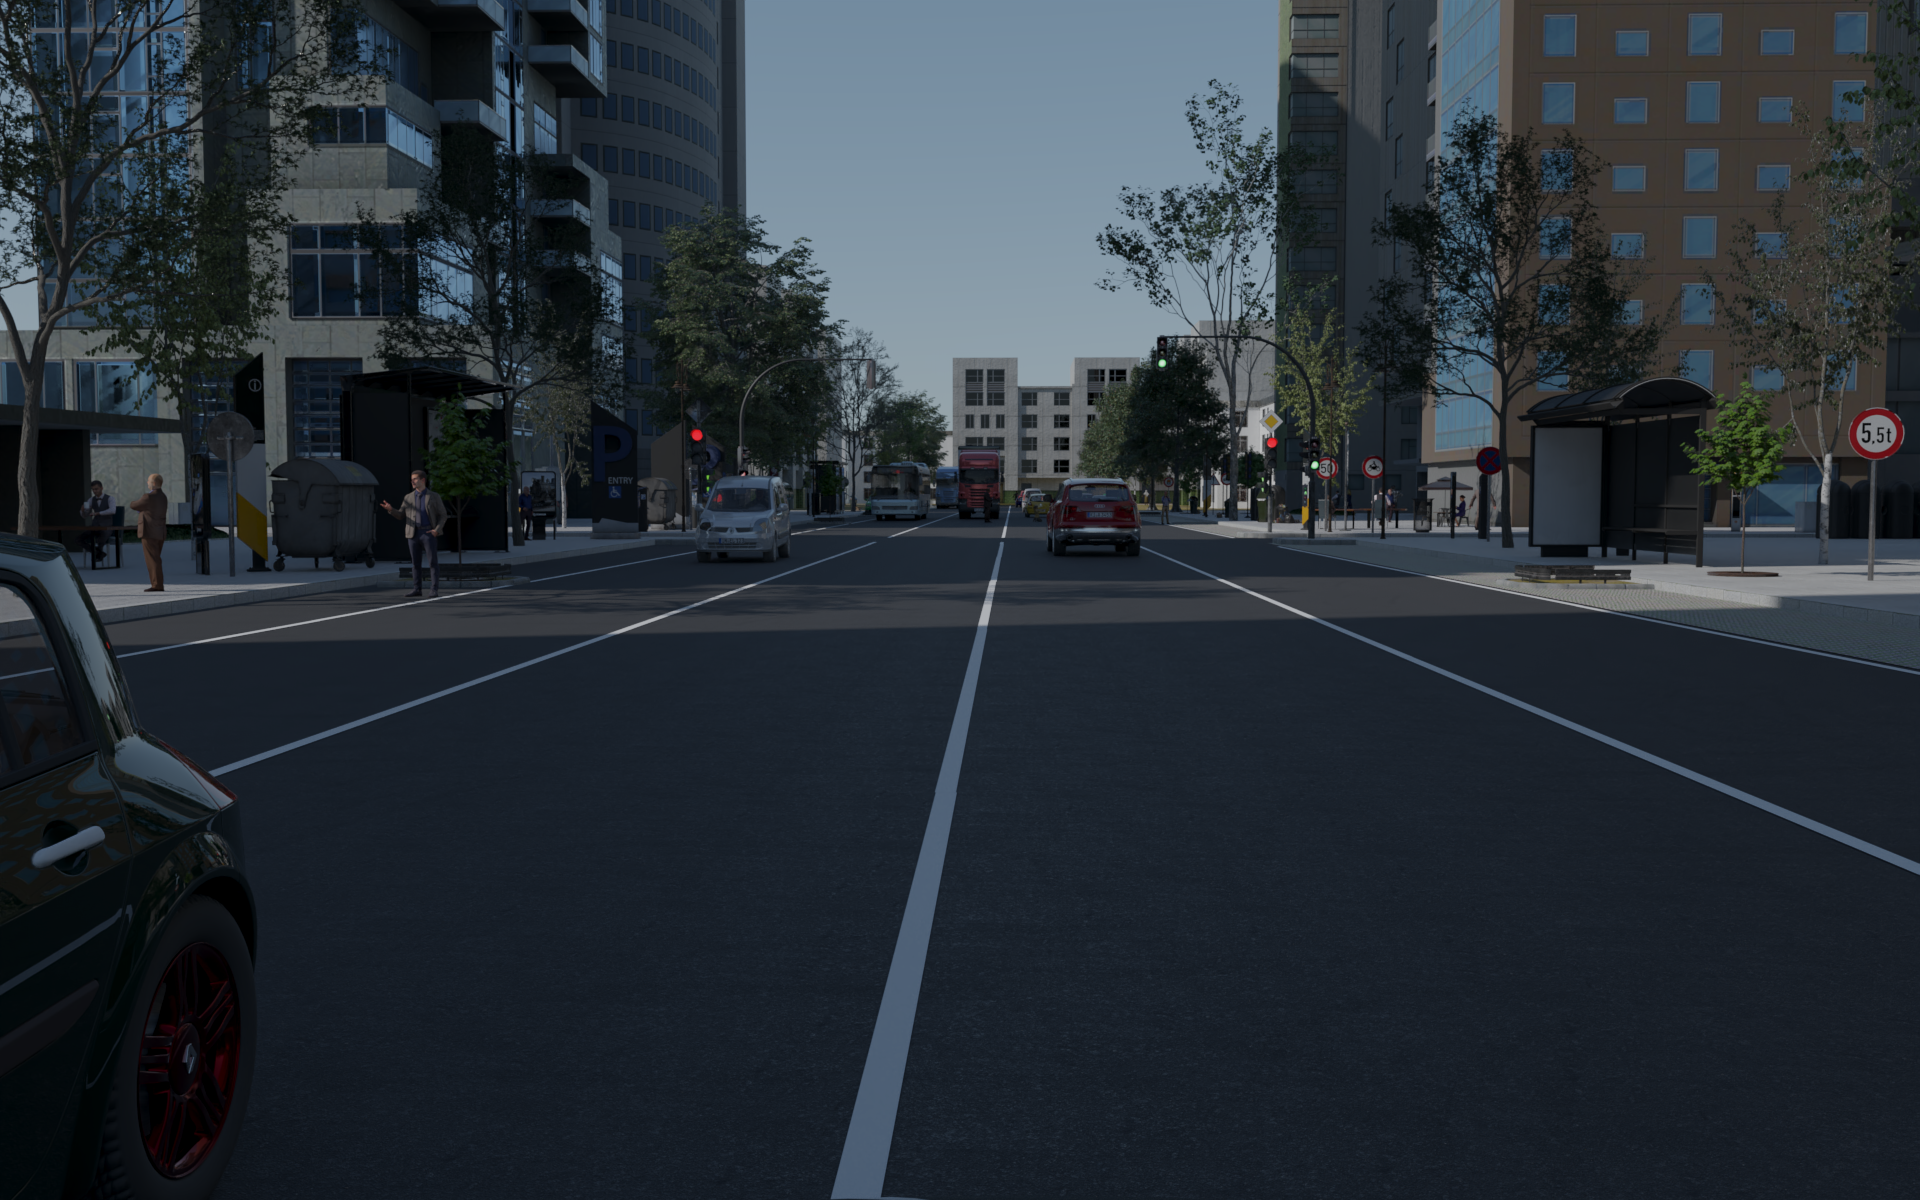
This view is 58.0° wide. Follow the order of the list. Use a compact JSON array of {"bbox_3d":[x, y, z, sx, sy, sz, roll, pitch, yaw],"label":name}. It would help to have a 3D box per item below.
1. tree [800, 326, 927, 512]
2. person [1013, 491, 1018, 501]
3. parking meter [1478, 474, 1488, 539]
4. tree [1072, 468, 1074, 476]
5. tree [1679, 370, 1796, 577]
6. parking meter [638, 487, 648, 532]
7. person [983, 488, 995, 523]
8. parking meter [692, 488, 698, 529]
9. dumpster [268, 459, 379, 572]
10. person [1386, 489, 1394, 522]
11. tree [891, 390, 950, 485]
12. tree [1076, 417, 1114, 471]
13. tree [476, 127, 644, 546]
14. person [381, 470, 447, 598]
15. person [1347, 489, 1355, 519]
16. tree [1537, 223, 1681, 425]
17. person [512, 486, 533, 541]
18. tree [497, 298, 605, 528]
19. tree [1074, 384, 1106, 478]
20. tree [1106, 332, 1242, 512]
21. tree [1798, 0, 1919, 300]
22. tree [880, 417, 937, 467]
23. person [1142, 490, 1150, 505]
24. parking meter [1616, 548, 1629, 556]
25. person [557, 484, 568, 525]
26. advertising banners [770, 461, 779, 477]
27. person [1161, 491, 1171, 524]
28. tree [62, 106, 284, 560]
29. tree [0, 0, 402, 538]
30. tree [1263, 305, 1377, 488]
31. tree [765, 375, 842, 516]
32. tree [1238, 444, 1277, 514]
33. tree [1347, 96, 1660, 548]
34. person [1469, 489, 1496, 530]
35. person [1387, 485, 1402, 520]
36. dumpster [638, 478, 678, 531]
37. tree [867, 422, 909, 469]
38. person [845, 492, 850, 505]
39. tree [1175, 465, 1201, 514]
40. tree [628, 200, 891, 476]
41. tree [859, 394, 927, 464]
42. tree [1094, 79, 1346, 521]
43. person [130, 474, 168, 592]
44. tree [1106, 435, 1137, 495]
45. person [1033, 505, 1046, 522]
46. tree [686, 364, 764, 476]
[{"bbox_3d":[-7.614,-13.150,125.368,12.009,13.543,11.850,0,3,0],"label":"tree"},{"bbox_3d":[6.871,-12.304,209.693,1.348,1.821,0.705,3,4,37],"label":"person"},{"bbox_3d":[14.947,-2.671,49.384,0.255,1.863,0.399,0,4,6],"label":"parking meter"},{"bbox_3d":[15.878,-15.559,171.404,9.611,12.733,9.660,0,3,0],"label":"tree"},{"bbox_3d":[12.168,-1.991,27.162,1.663,3.219,1.824,0,3,0],"label":"tree"},{"bbox_3d":[-10.777,-3.073,58.660,0.372,1.533,0.369,0,3,0],"label":"parking meter"},{"bbox_3d":[1.461,-4.765,87.100,0.600,1.739,0.565,-1,4,-13],"label":"person"},{"bbox_3d":[-9.831,-3.437,64.602,0.372,1.533,0.369,0,3,0],"label":"parking meter"},{"bbox_3d":[-10.736,-1.436,29.238,1.264,1.857,1.865,0,4,2],"label":"dumpster"},{"bbox_3d":[19.353,-4.255,78.304,0.574,1.496,0.600,1,4,11],"label":"person"},{"bbox_3d":[-5.925,-18.605,210.841,9.857,13.997,8.962,0,3,0],"label":"tree"},{"bbox_3d":[16.655,-16.248,200.070,7.601,10.594,8.767,-3,5,-41],"label":"tree"},{"bbox_3d":[-11.254,-6.614,42.555,7.601,10.594,8.767,0,4,1],"label":"tree"},{"bbox_3d":[-7.546,-0.913,23.959,0.617,1.759,0.750,1,4,21],"label":"person"},{"bbox_3d":[19.731,-4.832,87.586,0.613,1.512,0.480,2,4,34],"label":"person"},{"bbox_3d":[17.960,-5.980,48.128,4.360,8.622,3.978,0,3,0],"label":"tree"},{"bbox_3d":[-12.000,-2.383,47.692,0.574,1.496,0.600,-2,4,-28],"label":"person"},{"bbox_3d":[-14.923,-6.987,64.599,4.360,8.622,3.978,0,3,0],"label":"tree"},{"bbox_3d":[15.698,-13.627,139.811,9.611,12.733,9.660,0,3,0],"label":"tree"},{"bbox_3d":[15.492,-12.587,122.810,9.611,12.733,9.660,0,3,0],"label":"tree"},{"bbox_3d":[10.961,-4.090,17.239,4.737,8.622,4.395,0,3,0],"label":"tree"},{"bbox_3d":[-6.216,-15.922,194.734,7.601,10.594,8.767,-3,5,-43],"label":"tree"},{"bbox_3d":[21.373,-11.714,198.299,1.217,1.736,0.721,2,4,29],"label":"person"},{"bbox_3d":[13.809,-1.855,36.037,0.255,1.863,0.399,1,4,22],"label":"parking meter"},{"bbox_3d":[-16.743,-4.082,72.915,0.434,1.807,0.598,3,5,42],"label":"person"},{"bbox_3d":[-9.724,-5.386,84.251,2.074,3.025,0.090,1,4,16],"label":"advertising banners"},{"bbox_3d":[9.763,-4.377,82.123,0.516,1.574,0.319,-1,4,-22],"label":"person"},{"bbox_3d":[-14.857,-5.068,33.216,4.737,8.622,4.395,0,3,0],"label":"tree"},{"bbox_3d":[-11.464,-5.293,20.957,8.767,10.594,7.601,-2,4,-34],"label":"tree"},{"bbox_3d":[14.006,-7.180,67.759,4.737,8.622,4.395,0,3,0],"label":"tree"},{"bbox_3d":[-8.928,-9.174,100.363,4.737,8.622,4.395,0,3,0],"label":"tree"},{"bbox_3d":[19.040,-7.896,112.819,4.285,4.588,4.351,0,3,0],"label":"tree"},{"bbox_3d":[12.751,-6.527,41.124,7.601,10.594,8.767,1,4,15],"label":"tree"},{"bbox_3d":[18.543,-3.354,61.428,0.990,1.755,0.434,3,4,38],"label":"person"},{"bbox_3d":[21.307,-4.793,85.133,0.841,1.734,0.376,0,4,-7],"label":"person"},{"bbox_3d":[-10.800,-3.406,61.446,1.264,1.857,1.865,0,4,2],"label":"dumpster"},{"bbox_3d":[-7.098,-13.268,167.287,4.737,8.622,4.395,0,3,0],"label":"tree"},{"bbox_3d":[-13.625,-12.083,203.581,1.348,1.826,0.705,1,4,13],"label":"person"},{"bbox_3d":[15.005,-7.259,113.288,1.663,3.219,1.824,0,3,0],"label":"tree"},{"bbox_3d":[-9.585,-10.286,74.832,9.857,13.997,8.962,0,3,0],"label":"tree"},{"bbox_3d":[-6.908,-15.461,178.535,9.928,11.665,9.643,0,3,0],"label":"tree"},{"bbox_3d":[11.923,-13.834,82.071,12.611,20.169,13.585,0,3,0],"label":"tree"},{"bbox_3d":[-10.624,-0.881,22.722,0.388,1.546,0.482,0,4,4],"label":"person"},{"bbox_3d":[16.076,-12.889,161.089,4.737,8.622,4.395,0,3,0],"label":"tree"},{"bbox_3d":[4.088,-4.477,89.617,0.695,0.859,0.347,-2,4,-32],"label":"person"},{"bbox_3d":[-13.326,-8.801,94.266,4.737,8.622,4.395,0,3,0],"label":"tree"}]
